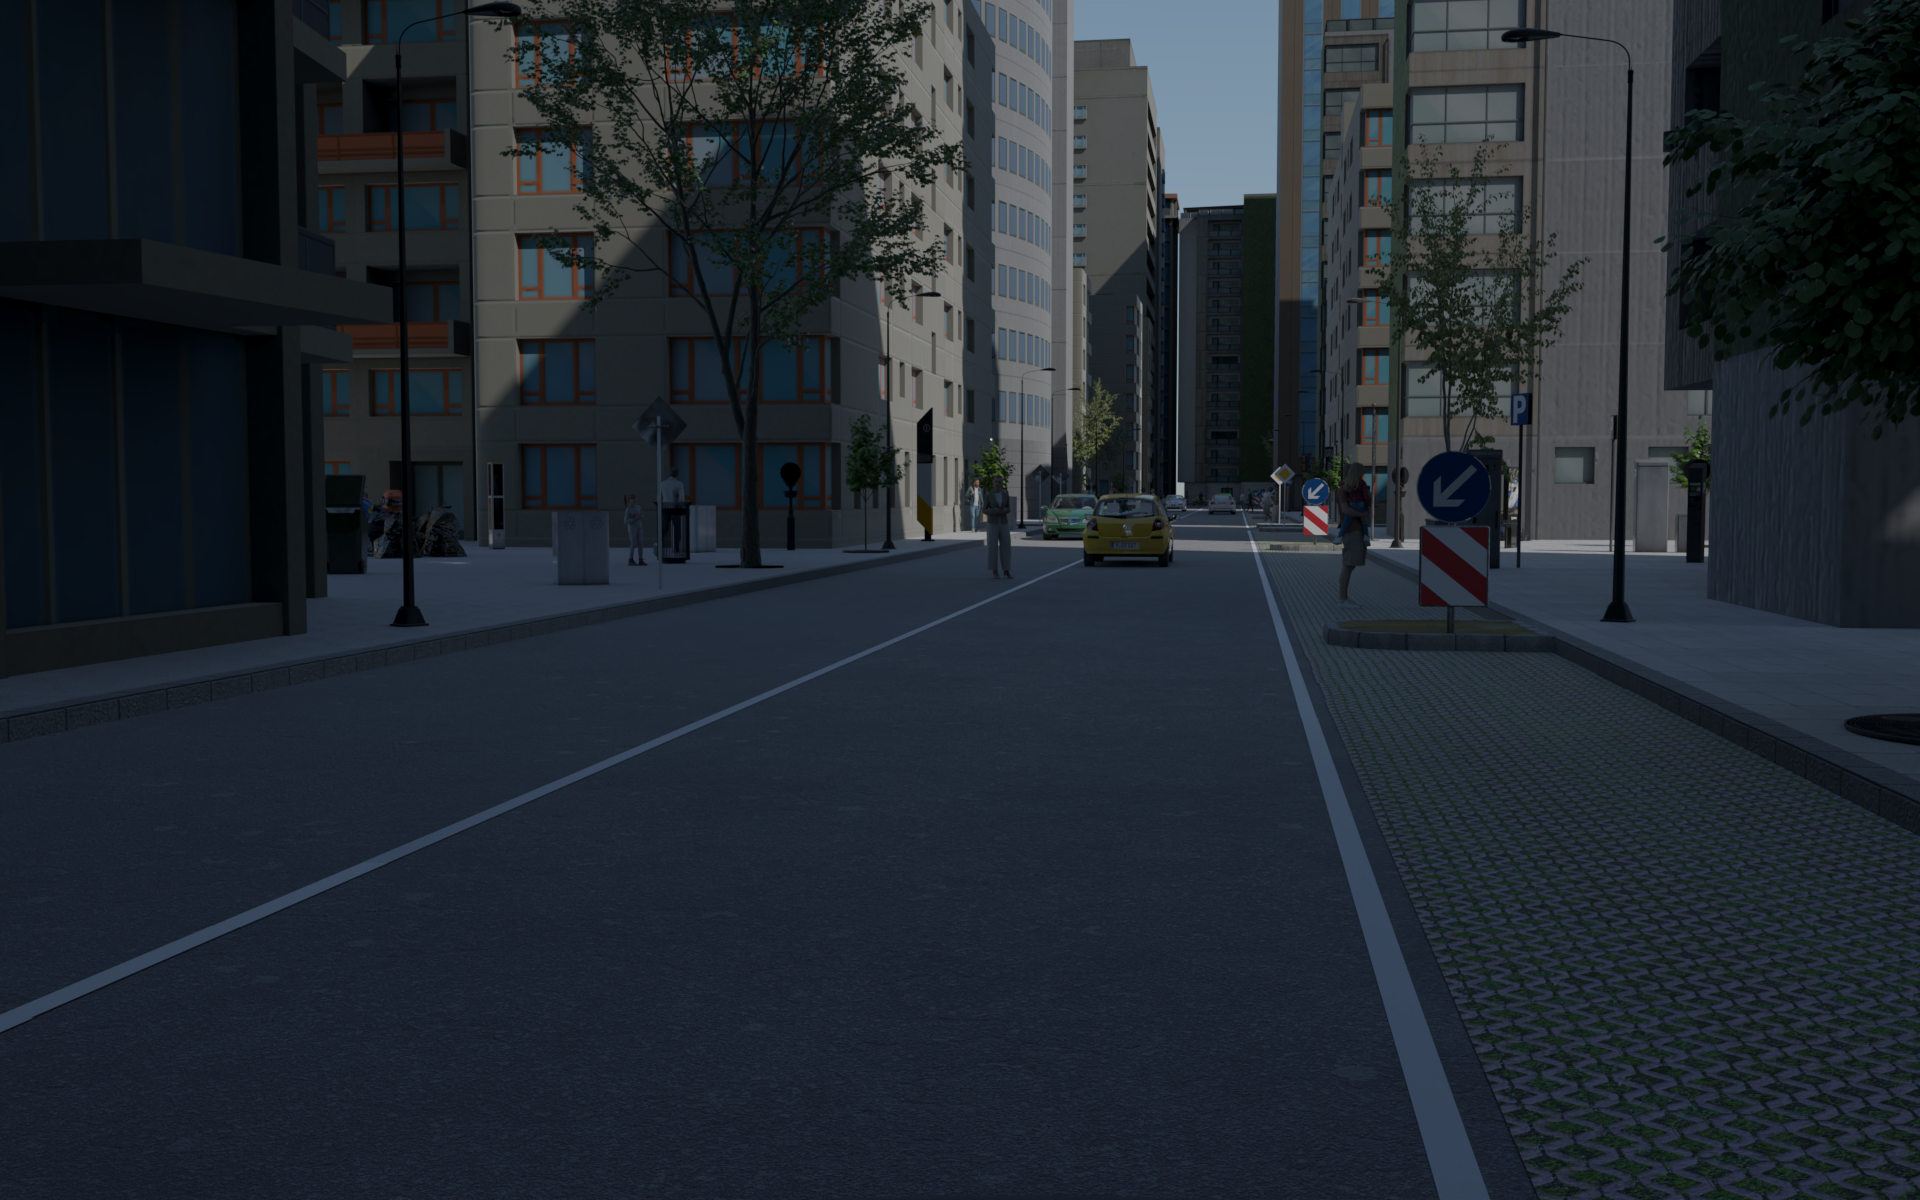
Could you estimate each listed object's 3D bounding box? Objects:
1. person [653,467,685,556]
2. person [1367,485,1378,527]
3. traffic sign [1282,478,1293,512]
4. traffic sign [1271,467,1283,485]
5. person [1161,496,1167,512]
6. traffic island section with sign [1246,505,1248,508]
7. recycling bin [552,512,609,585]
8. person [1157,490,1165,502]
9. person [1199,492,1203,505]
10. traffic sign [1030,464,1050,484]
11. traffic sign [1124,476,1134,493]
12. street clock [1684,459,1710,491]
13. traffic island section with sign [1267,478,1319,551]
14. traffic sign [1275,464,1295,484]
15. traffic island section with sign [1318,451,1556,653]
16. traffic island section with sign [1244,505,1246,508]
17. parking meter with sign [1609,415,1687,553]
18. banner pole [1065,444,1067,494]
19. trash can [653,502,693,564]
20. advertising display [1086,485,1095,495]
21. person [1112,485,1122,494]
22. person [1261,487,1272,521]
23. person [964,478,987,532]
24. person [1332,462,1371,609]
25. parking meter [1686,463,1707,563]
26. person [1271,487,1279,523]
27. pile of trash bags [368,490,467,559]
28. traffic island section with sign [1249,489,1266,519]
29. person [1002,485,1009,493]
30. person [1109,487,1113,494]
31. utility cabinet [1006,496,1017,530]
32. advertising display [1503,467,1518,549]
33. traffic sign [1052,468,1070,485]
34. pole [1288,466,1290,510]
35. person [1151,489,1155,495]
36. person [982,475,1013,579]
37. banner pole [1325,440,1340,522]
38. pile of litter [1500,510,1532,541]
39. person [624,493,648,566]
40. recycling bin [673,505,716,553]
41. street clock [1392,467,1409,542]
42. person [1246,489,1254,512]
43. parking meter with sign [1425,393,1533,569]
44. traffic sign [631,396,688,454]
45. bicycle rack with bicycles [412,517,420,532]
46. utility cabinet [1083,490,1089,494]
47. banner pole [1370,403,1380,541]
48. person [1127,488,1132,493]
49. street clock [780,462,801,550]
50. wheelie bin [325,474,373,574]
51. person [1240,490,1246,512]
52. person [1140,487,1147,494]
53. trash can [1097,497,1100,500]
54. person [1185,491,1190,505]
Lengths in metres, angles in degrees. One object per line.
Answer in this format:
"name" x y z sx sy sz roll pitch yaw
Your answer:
"person" -5.969 -1.820 35.653 0.661 1.843 0.795 2 4 25
"person" 16.241 -3.665 68.779 0.721 1.781 0.623 1 4 10
"traffic sign" 23.206 -7.505 122.808 0.768 2.556 0.104 1 4 16
"traffic sign" 13.635 -4.378 73.773 0.795 2.593 0.064 1 4 9
"person" 16.326 -7.703 138.689 0.306 1.304 0.590 -3 5 -45
"traffic island section with sign" 21.869 -7.124 125.111 1.989 1.847 2.006 1 4 9
"recycling bin" -5.415 -0.744 24.718 0.722 1.027 0.722 -1 4 -19
"person" 22.593 -11.518 195.065 1.217 1.736 0.721 3 5 40
"person" 27.962 -11.710 200.879 0.541 1.710 0.530 0 4 1
"traffic sign" 3.100 -3.987 67.386 0.795 2.593 0.064 1 4 9
"traffic sign" 12.155 -7.614 124.601 0.768 2.556 0.104 1 4 10
"street clock" 15.135 -1.898 35.604 0.471 2.002 0.358 0 4 -2
"traffic island section with sign" 8.924 -2.174 44.167 1.989 1.847 2.006 1 4 9
"traffic sign" 12.374 -3.896 65.888 0.795 2.593 0.064 1 4 9
"traffic island section with sign" 4.530 -0.489 16.626 1.989 1.847 2.006 1 4 9
"traffic island section with sign" 29.744 -10.135 174.332 1.989 1.847 2.006 1 4 9
"parking meter with sign" 15.195 -2.554 38.017 1.738 3.016 0.543 1 4 13
"banner pole" 5.241 -5.853 85.720 0.401 3.779 0.863 0 4 5
"trash can" -5.307 -1.249 32.073 0.748 1.137 0.748 0 3 0
"advertising display" 9.505 -7.337 125.177 0.974 1.923 0.123 3 5 43
"person" 5.828 -3.390 64.273 0.623 1.781 0.721 2 4 33
"person" 16.163 -5.028 90.941 0.641 1.798 0.478 -1 4 -22
"person" 0.541 -3.144 57.437 0.794 1.824 0.713 -1 4 -15
"person" 4.906 -0.806 21.659 0.573 1.828 0.580 -1 4 -20
"parking meter" 13.743 -1.628 32.324 0.255 1.863 0.399 2 4 35
"person" 14.249 -4.236 78.304 0.362 1.759 0.519 2 4 29
"pile of trash bags" -11.552 -1.610 36.082 1.912 1.369 3.447 -2 4 -29
"traffic island section with sign" 17.613 -5.496 98.493 1.989 1.847 2.006 1 4 9
"person" 1.705 -3.775 68.357 0.643 1.750 0.593 -1 4 -21
"person" 12.619 -8.412 143.422 0.795 1.843 0.661 -2 4 -35
"utility cabinet" 1.825 -3.084 61.589 0.306 1.237 1.020 1 4 9
"advertising display" 13.090 -2.191 41.044 0.123 1.923 0.974 3 4 36
"traffic sign" 4.361 -4.470 75.271 0.795 2.593 0.064 1 4 9
"pole" 23.836 -8.043 125.347 0.158 3.312 0.155 0 3 0
"person" 11.506 -5.720 102.687 0.598 1.740 0.731 -2 4 -24
"person" 0.650 -1.238 29.299 0.519 1.759 0.362 -1 4 -16
"banner pole" 17.284 -5.532 80.460 0.863 3.779 0.401 -2 4 -24
"pile of litter" 14.807 -2.051 47.500 1.719 0.858 1.176 1 4 18
"person" -5.787 -1.263 30.977 0.394 1.301 0.425 2 4 23
"recycling bin" -5.874 -1.570 38.227 0.722 1.027 0.722 2 4 29
"street clock" 11.733 -2.546 46.191 0.471 2.002 0.358 -3 5 -42
"person" 23.466 -8.083 140.434 0.755 1.850 0.659 0 4 2
"parking meter with sign" 8.918 -2.055 29.867 1.738 3.016 0.543 -1 4 -14
"traffic sign" -4.061 -1.445 23.362 0.795 2.593 0.064 1 4 11
"bicycle rack with bicycles" -13.145 -1.609 39.683 2.925 0.926 2.852 1 4 16
"utility cabinet" 11.015 -8.614 149.515 0.318 1.500 1.173 3 5 43
"banner pole" 11.298 -3.502 47.267 0.401 3.779 0.863 0 4 8
"person" 14.360 -8.552 145.976 0.694 1.812 0.767 3 5 43
"street clock" -3.850 -2.132 39.421 0.471 2.002 0.358 0 4 -5
"wheelie bin" -9.917 -1.222 27.888 0.980 1.594 0.693 0 4 -7
"person" 23.207 -8.128 142.056 0.598 1.740 0.731 -2 4 -32
"person" 9.600 -4.931 89.478 0.716 1.782 0.532 1 4 19
"trash can" 7.503 -5.129 95.508 0.748 1.137 0.748 0 3 0
"person" 29.056 -13.022 221.410 0.705 1.824 1.348 2 4 27
